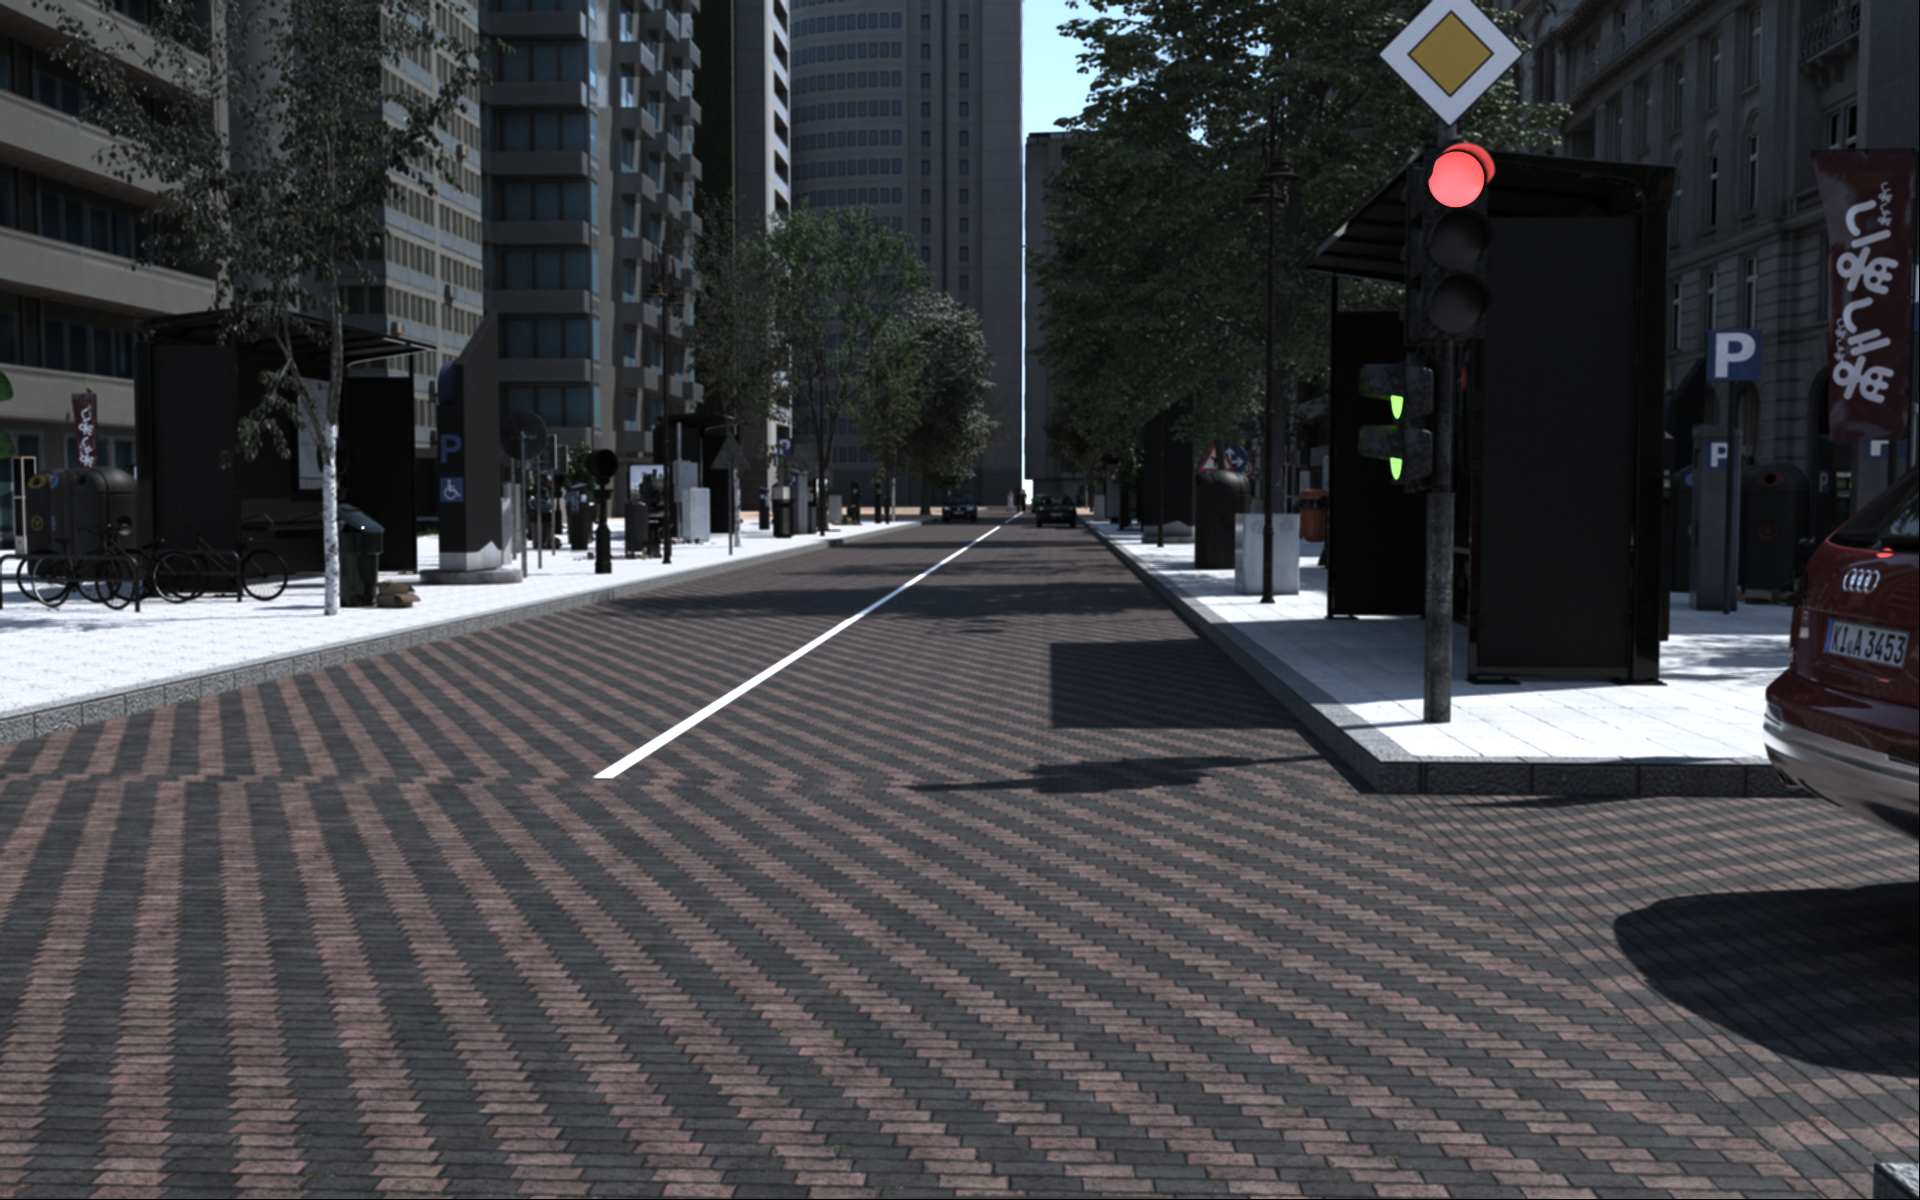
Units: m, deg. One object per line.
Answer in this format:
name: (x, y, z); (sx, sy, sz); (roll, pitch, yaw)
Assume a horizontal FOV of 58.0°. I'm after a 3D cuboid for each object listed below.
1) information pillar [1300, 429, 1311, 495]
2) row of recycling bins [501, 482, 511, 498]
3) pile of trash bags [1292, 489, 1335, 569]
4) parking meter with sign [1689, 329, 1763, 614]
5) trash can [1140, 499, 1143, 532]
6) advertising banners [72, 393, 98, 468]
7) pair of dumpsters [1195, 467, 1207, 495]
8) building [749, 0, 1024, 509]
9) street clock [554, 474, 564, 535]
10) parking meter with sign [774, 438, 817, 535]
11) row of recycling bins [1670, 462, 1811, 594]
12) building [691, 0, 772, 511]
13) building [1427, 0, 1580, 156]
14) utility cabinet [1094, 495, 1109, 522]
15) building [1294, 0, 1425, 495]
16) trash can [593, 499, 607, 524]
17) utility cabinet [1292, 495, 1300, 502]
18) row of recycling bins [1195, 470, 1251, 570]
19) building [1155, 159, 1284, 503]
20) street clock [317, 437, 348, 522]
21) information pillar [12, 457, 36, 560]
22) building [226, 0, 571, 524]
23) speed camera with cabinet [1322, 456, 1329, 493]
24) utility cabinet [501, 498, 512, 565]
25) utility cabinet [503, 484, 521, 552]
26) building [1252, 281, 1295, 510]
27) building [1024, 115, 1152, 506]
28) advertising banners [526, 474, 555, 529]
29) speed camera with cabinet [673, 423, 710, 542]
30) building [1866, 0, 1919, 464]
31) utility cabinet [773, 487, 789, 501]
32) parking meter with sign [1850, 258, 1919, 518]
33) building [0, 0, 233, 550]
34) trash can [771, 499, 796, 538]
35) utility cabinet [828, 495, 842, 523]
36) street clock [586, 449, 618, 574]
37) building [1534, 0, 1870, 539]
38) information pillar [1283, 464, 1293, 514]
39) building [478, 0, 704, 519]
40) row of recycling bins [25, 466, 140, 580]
information pillar: (12.320, -4.316, 61.918); (0.183, 3.616, 0.504); (-2, 4, -29)
row of recycling bins: (-15.903, -3.125, 58.203); (3.534, 1.692, 1.069); (3, 5, 44)
pile of trash bags: (7.186, -1.287, 30.796); (3.447, 1.369, 1.912); (-3, 5, -41)
parking meter with sign: (8.411, -1.404, 19.209); (0.543, 3.016, 1.738); (1, 4, 16)
trash can: (6.093, -2.673, 55.363); (0.748, 1.137, 0.748); (0, 3, 0)
advertising banners: (-14.495, -2.068, 29.997); (2.074, 3.025, 0.090); (1, 4, 16)
pair of dumpsters: (8.633, -3.746, 63.744); (1.574, 2.255, 4.437); (0, 4, 3)
building: (-7.106, -39.753, 191.966); (28.212, 58.520, 21.231); (0, 4, 3)
street clock: (-12.753, -3.082, 54.957); (0.358, 2.002, 0.471); (1, 4, 9)
parking meter with sign: (-5.127, -3.586, 54.892); (0.543, 3.016, 1.738); (2, 4, 23)
row of recycling bins: (10.065, -0.940, 22.487); (3.534, 1.692, 1.069); (2, 4, 29)
building: (-28.036, -36.400, 137.133); (28.212, 58.520, 21.231); (0, 4, 3)
building: (27.800, -17.378, 71.517); (14.401, 28.519, 23.554); (0, 4, 3)
utility cabinet: (6.689, -4.211, 80.009); (1.020, 1.237, 0.306); (2, 4, 35)
building: (32.420, -29.340, 103.412); (21.300, 48.544, 21.600); (0, 4, 3)
trash can: (-15.526, -3.854, 74.661); (0.748, 1.137, 0.748); (0, 3, 0)
utility cabinet: (15.236, -4.106, 78.294); (1.020, 1.237, 0.306); (0, 4, 1)
row of recycling bins: (4.722, -1.466, 31.082); (1.069, 1.692, 3.534); (1, 4, 9)
building: (33.433, -30.851, 196.288); (23.993, 40.220, 32.217); (0, 4, 3)
street clock: (-8.001, -1.074, 22.125); (0.358, 2.002, 0.471); (0, 4, 0)
information pillar: (-18.365, -1.807, 34.037); (0.304, 2.012, 0.304); (2, 4, 28)
building: (-33.290, -23.104, 69.627); (32.217, 40.220, 23.993); (0, 4, 3)
speed camera with cabinet: (9.361, -2.890, 41.587); (0.660, 3.252, 2.038); (-1, 4, -11)
utility cabinet: (-8.660, -1.246, 31.526); (1.020, 1.237, 0.306); (2, 4, 23)
utility cabinet: (-9.866, -1.801, 38.127); (0.318, 1.500, 1.173); (-1, 4, -18)
building: (37.670, -17.450, 130.342); (27.650, 21.520, 28.899); (0, 4, 3)
building: (14.001, -30.928, 189.270); (14.086, 41.232, 14.154); (0, 4, 3)
advertising banners: (-15.557, -4.074, 62.805); (2.074, 3.025, 0.090); (-1, 4, -18)
speed camera with cabinet: (-7.354, -3.248, 47.442); (0.660, 3.252, 2.038); (-1, 4, -21)
building: (33.358, -12.779, 28.008); (30.058, 24.678, 14.314); (0, 4, 3)
utility cabinet: (-5.403, -2.669, 52.316); (0.318, 1.500, 1.173); (0, 4, 4)
parking meter with sign: (7.314, -1.066, 13.683); (0.543, 3.016, 1.738); (2, 4, 25)
building: (-31.607, -25.319, 37.667); (21.300, 48.544, 21.600); (0, 4, 3)
trash can: (-5.171, -2.392, 50.762); (0.748, 1.137, 0.748); (0, 3, 0)
utility cabinet: (-5.553, -4.036, 77.151); (0.306, 1.237, 1.020); (-2, 4, -23)
street clock: (-5.762, -1.428, 27.923); (0.358, 2.002, 0.471); (3, 5, 40)
building: (25.870, -12.613, 48.028); (13.314, 21.916, 24.055); (0, 4, 3)
information pillar: (7.827, -2.286, 41.872); (0.304, 2.012, 0.304); (3, 4, 38)
building: (-27.806, -29.477, 101.559); (23.786, 49.044, 30.456); (0, 4, 3)
row of recycling bins: (-13.516, -1.200, 26.732); (1.069, 1.692, 3.534); (-3, 5, -41)
